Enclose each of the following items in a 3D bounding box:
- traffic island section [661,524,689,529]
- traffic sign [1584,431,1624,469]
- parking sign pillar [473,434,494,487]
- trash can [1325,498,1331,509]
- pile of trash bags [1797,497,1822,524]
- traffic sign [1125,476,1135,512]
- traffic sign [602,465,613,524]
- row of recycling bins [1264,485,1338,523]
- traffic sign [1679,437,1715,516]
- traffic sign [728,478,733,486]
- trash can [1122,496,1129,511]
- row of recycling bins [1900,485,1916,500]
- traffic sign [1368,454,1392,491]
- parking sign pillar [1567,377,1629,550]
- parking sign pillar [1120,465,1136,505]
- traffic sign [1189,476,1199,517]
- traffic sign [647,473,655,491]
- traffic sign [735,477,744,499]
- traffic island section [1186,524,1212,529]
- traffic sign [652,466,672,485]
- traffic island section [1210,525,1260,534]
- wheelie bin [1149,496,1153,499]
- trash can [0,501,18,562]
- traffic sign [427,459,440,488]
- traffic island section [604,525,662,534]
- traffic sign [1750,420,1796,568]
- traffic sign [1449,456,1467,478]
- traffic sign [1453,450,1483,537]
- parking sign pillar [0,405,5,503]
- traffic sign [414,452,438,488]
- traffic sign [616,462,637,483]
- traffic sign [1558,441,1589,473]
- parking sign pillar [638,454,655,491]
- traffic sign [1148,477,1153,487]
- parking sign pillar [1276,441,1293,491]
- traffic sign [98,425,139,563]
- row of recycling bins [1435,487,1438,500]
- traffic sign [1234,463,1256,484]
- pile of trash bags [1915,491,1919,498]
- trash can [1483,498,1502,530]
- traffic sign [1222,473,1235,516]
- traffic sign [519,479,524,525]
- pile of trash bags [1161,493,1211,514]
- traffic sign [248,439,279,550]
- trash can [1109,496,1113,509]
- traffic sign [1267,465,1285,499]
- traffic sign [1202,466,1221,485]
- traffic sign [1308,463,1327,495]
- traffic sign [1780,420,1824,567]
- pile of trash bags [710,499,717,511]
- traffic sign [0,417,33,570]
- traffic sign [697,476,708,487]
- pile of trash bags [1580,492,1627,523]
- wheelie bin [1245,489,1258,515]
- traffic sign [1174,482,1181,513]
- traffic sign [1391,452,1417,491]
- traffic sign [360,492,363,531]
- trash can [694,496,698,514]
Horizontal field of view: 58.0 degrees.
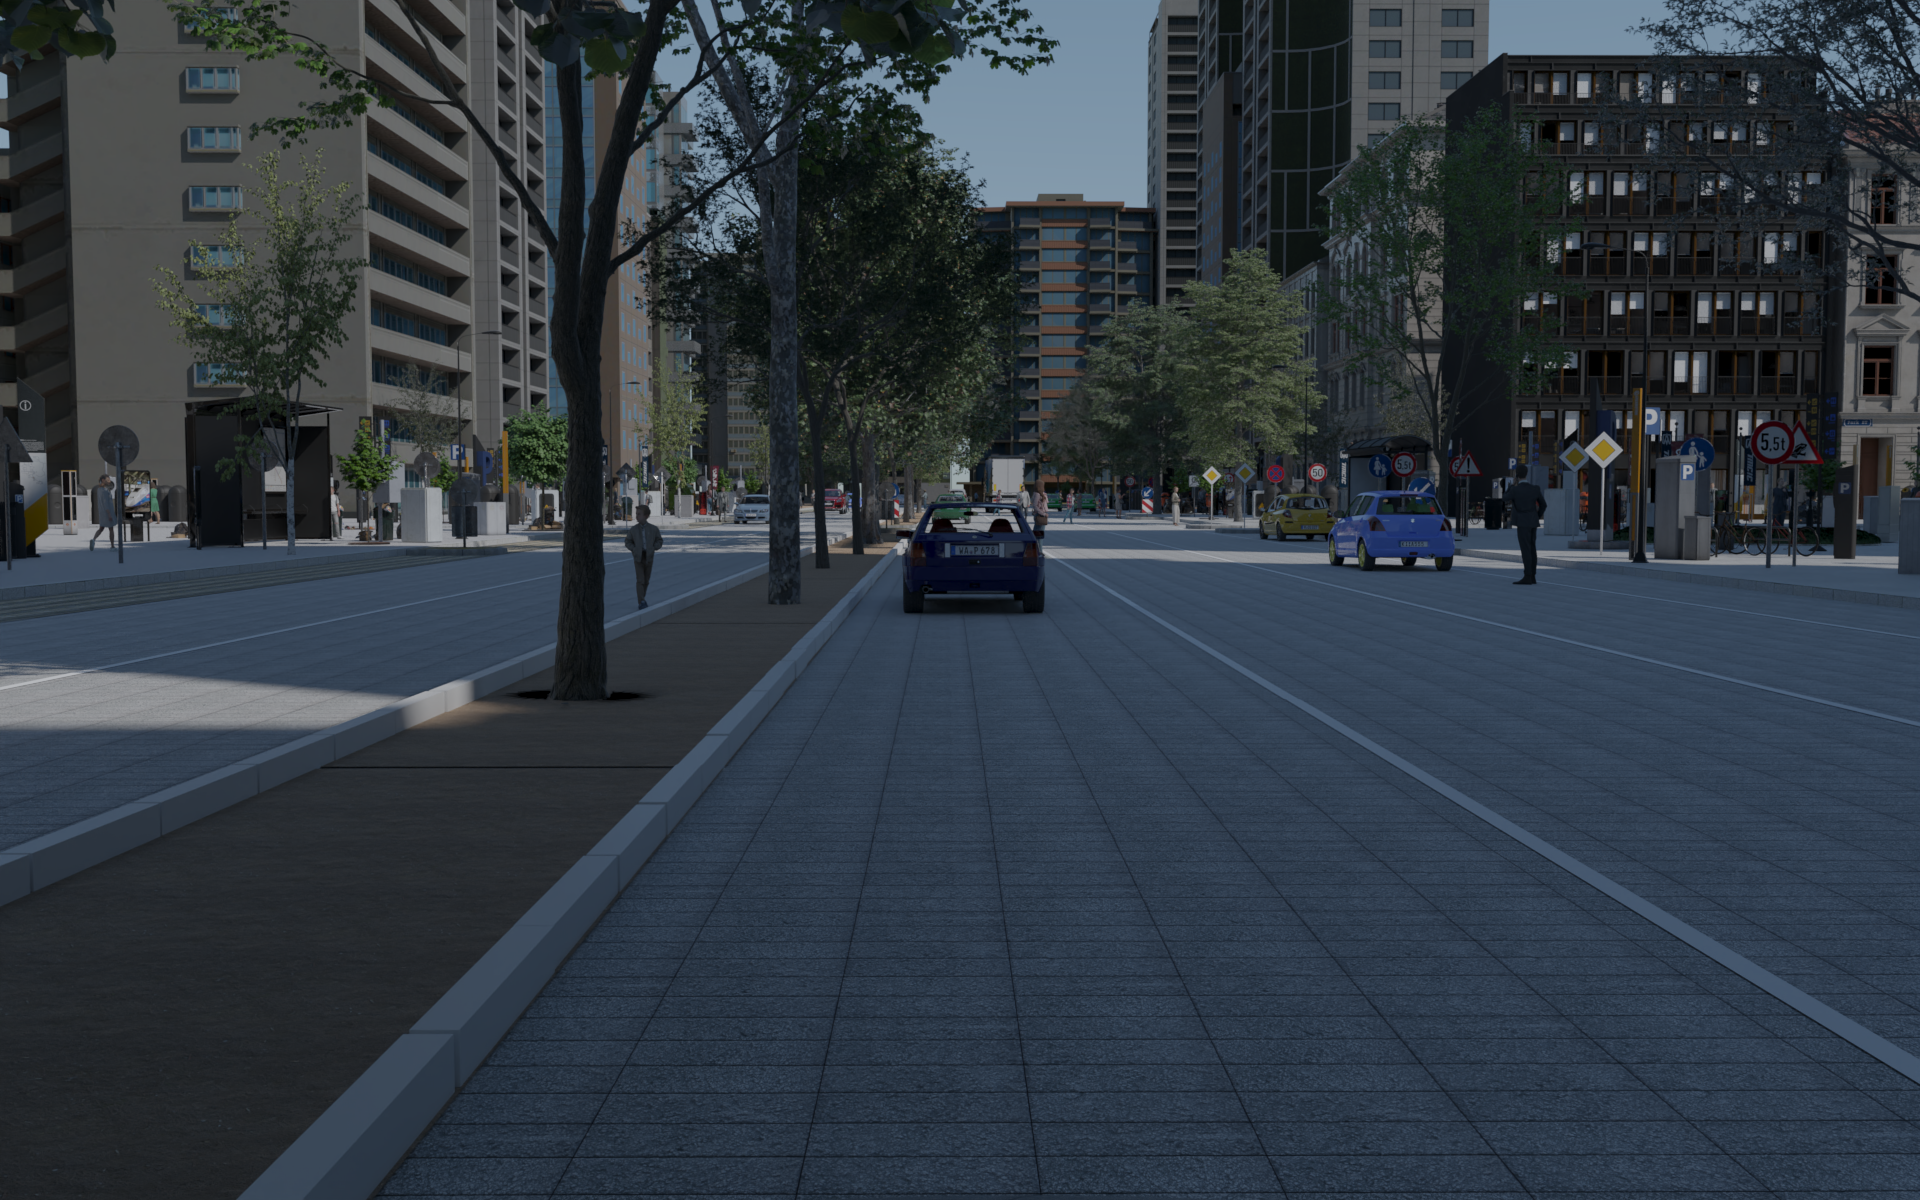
[{"bbox_3d":[-12.360,-3.024,71.728,2.009,0.180,2.903,0,4,0],"label":"traffic island section"},{"bbox_3d":[13.472,-2.233,36.247,0.795,2.593,0.064,1,4,9],"label":"traffic sign"},{"bbox_3d":[-21.693,-5.528,78.856,1.447,3.967,1.447,1,4,8],"label":"parking sign pillar"},{"bbox_3d":[13.463,-3.233,64.514,0.748,1.137,0.748,0,3,0],"label":"trash can"},{"bbox_3d":[37.088,-3.936,74.106,3.447,1.369,1.912,-3,5,-41],"label":"pile of trash bags"},{"bbox_3d":[11.994,-7.473,122.283,0.768,2.556,0.104,0,4,1],"label":"traffic sign"},{"bbox_3d":[-15.408,-4.579,74.978,0.768,2.556,0.104,0,4,7],"label":"traffic sign"},{"bbox_3d":[15.331,-4.334,77.974,3.534,1.692,1.069,2,4,33],"label":"row of recycling bins"},{"bbox_3d":[16.552,-2.378,38.985,0.768,2.556,0.104,0,4,6],"label":"traffic sign"},{"bbox_3d":[-18.242,-8.381,137.142,0.768,2.556,0.104,0,4,5],"label":"traffic sign"},{"bbox_3d":[12.868,-7.499,134.269,0.748,1.137,0.748,0,3,0],"label":"trash can"},{"bbox_3d":[44.141,-4.422,79.415,1.069,1.692,3.534,1,4,10],"label":"row of recycling bins"},{"bbox_3d":[13.371,-3.370,55.203,0.768,2.556,0.104,0,4,2],"label":"traffic sign"},{"bbox_3d":[15.045,-3.188,40.594,1.447,3.967,1.447,2,4,28],"label":"parking sign pillar"},{"bbox_3d":[13.918,-9.497,143.752,1.447,3.967,1.447,0,4,3],"label":"parking sign pillar"},{"bbox_3d":[12.894,-5.695,95.244,0.606,2.300,0.079,0,3,0],"label":"traffic sign"},{"bbox_3d":[-18.432,-6.253,102.348,0.768,2.556,0.104,0,4,1],"label":"traffic sign"},{"bbox_3d":[-16.562,-7.960,130.259,0.768,2.556,0.104,0,4,1],"label":"traffic sign"},{"bbox_3d":[10.480,-3.034,71.891,2.009,0.180,2.903,0,4,0],"label":"traffic island section"},{"bbox_3d":[-12.337,-4.249,71.661,0.795,2.593,0.064,0,4,0],"label":"traffic sign"},{"bbox_3d":[10.540,-2.546,63.907,2.009,0.180,2.903,0,4,0],"label":"traffic island section"},{"bbox_3d":[13.160,-6.829,119.559,0.693,1.594,0.980,1,4,16],"label":"wheelie bin"},{"bbox_3d":[-18.375,-1.310,33.079,0.748,1.137,0.748,0,3,0],"label":"trash can"},{"bbox_3d":[-17.298,-3.443,56.397,0.768,2.556,0.104,0,4,1],"label":"traffic sign"},{"bbox_3d":[-12.301,-2.536,63.743,2.009,0.180,2.903,0,4,0],"label":"traffic island section"},{"bbox_3d":[14.024,-1.827,29.973,0.768,2.556,0.104,0,4,2],"label":"traffic sign"},{"bbox_3d":[16.660,-3.524,57.721,0.768,2.556,0.104,0,4,3],"label":"traffic sign"},{"bbox_3d":[15.049,-3.140,51.339,0.884,2.594,0.081,0,4,1],"label":"traffic sign"},{"bbox_3d":[-29.311,-3.878,51.874,1.447,3.967,1.447,1,4,19],"label":"parking sign pillar"},{"bbox_3d":[-16.153,-3.198,52.387,0.768,2.556,0.104,0,4,5],"label":"traffic sign"},{"bbox_3d":[-12.278,-3.761,63.676,0.795,2.593,0.064,0,4,0],"label":"traffic sign"},{"bbox_3d":[15.306,-2.652,43.097,0.795,2.593,0.064,1,4,9],"label":"traffic sign"},{"bbox_3d":[-21.022,-7.784,115.734,1.447,3.967,1.447,2,4,28],"label":"parking sign pillar"},{"bbox_3d":[14.550,-7.978,130.547,0.768,2.556,0.104,0,4,0],"label":"traffic sign"},{"bbox_3d":[16.167,-5.992,86.449,1.447,3.967,1.447,2,4,32],"label":"parking sign pillar"},{"bbox_3d":[-15.539,-1.951,32.001,0.768,2.556,0.104,0,4,1],"label":"traffic sign"},{"bbox_3d":[25.196,-5.427,95.843,1.069,1.692,3.534,-3,4,-36],"label":"row of recycling bins"},{"bbox_3d":[10.516,-3.770,63.824,0.795,2.593,0.064,0,4,0],"label":"traffic sign"},{"bbox_3d":[41.782,-3.827,72.316,3.447,1.369,1.912,0,4,7],"label":"pile of trash bags"},{"bbox_3d":[19.144,-3.090,62.174,0.748,1.137,0.748,0,3,0],"label":"trash can"},{"bbox_3d":[15.937,-6.287,102.895,0.768,2.556,0.104,0,4,0],"label":"traffic sign"},{"bbox_3d":[-18.086,-4.371,71.574,0.768,2.556,0.104,1,4,9],"label":"traffic sign"},{"bbox_3d":[15.147,-6.498,115.996,3.447,1.369,1.912,0,4,8],"label":"pile of trash bags"},{"bbox_3d":[-16.062,-2.436,39.938,0.768,2.556,0.104,0,4,7],"label":"traffic sign"},{"bbox_3d":[12.840,-8.203,145.778,0.748,1.137,0.748,0,3,0],"label":"trash can"},{"bbox_3d":[13.748,-4.611,75.492,0.768,2.556,0.104,0,4,0],"label":"traffic sign"},{"bbox_3d":[10.457,-4.258,71.809,0.795,2.593,0.064,0,4,0],"label":"traffic sign"},{"bbox_3d":[14.873,-4.403,72.094,0.768,2.556,0.104,1,4,8],"label":"traffic sign"},{"bbox_3d":[14.767,-1.871,30.587,0.884,2.594,0.081,0,4,3],"label":"traffic sign"},{"bbox_3d":[-18.288,-7.245,128.203,1.912,1.369,3.447,3,5,40],"label":"pile of trash bags"},{"bbox_3d":[-16.055,-1.785,29.181,0.884,2.594,0.081,0,4,1],"label":"traffic sign"},{"bbox_3d":[-18.009,-7.407,121.210,0.768,2.556,0.104,0,4,1],"label":"traffic sign"},{"bbox_3d":[28.585,-4.108,76.918,3.447,1.369,1.912,-3,4,-38],"label":"pile of trash bags"},{"bbox_3d":[17.787,-5.956,105.282,0.980,1.594,0.693,1,4,18],"label":"wheelie bin"},{"bbox_3d":[13.243,-6.387,104.424,0.884,2.594,0.081,0,4,4],"label":"traffic sign"},{"bbox_3d":[13.416,-3.199,52.404,0.768,2.556,0.104,0,4,2],"label":"traffic sign"},{"bbox_3d":[-16.634,-2.942,48.111,0.884,2.594,0.081,0,4,4],"label":"traffic sign"},{"bbox_3d":[-17.297,-6.120,111.715,0.748,1.137,0.748,0,3,0],"label":"trash can"}]
